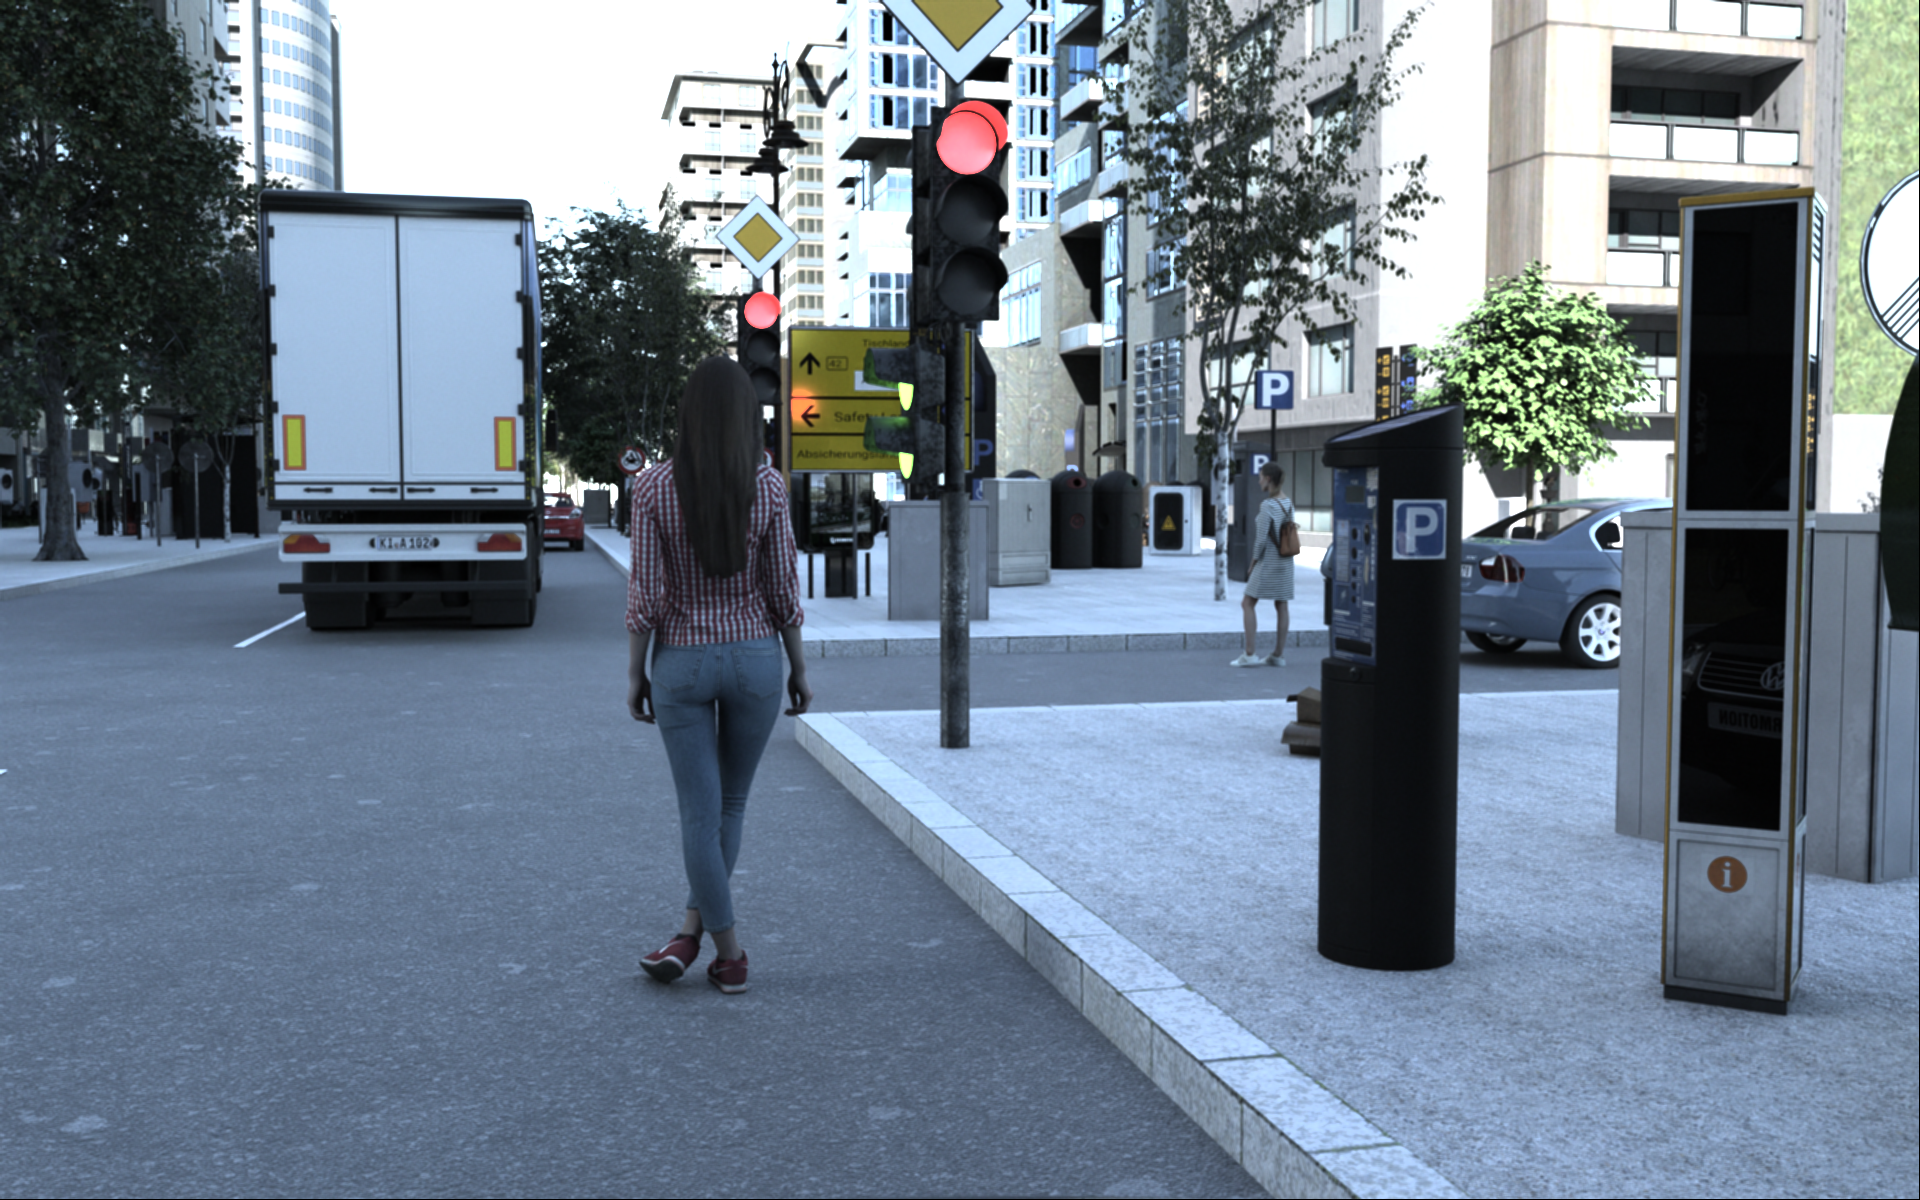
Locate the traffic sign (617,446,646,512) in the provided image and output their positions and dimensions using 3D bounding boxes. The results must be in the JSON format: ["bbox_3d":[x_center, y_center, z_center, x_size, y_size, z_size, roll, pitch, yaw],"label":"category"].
[{"bbox_3d":[-8.618,-2.776,45.497,0.768,2.556,0.104,-1,4,-9],"label":"traffic sign"}]

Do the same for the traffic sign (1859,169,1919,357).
[{"bbox_3d":[3.817,-0.408,6.773,0.768,2.556,0.104,0,4,-8],"label":"traffic sign"}]

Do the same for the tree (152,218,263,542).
[{"bbox_3d":[-19.482,-5.845,45.932,4.360,8.622,3.978,0,3,0],"label":"tree"}]

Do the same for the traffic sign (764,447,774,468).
[{"bbox_3d":[-5.313,-2.836,46.474,0.768,2.556,0.104,0,4,-4],"label":"traffic sign"}]

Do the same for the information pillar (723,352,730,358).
[{"bbox_3d":[-3.765,-2.275,28.543,0.183,3.616,0.504,-2,4,-31],"label":"information pillar"}]

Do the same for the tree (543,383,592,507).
[{"bbox_3d":[-31.557,-13.224,141.969,9.928,11.665,9.643,0,3,0],"label":"tree"}]

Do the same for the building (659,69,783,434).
[{"bbox_3d":[-21.769,-38.333,215.977,28.713,52.752,27.495,-1,4,-14],"label":"building"}]

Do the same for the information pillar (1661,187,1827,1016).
[{"bbox_3d":[1.983,0.006,4.389,0.304,2.012,0.304,2,4,31],"label":"information pillar"}]

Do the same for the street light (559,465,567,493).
[{"bbox_3d":[-39.574,-12.270,173.396,0.468,5.910,1.993,-1,4,-14],"label":"street light"}]

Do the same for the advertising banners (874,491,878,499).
[{"bbox_3d":[-4.233,-4.345,67.230,2.074,3.025,0.090,0,4,-5],"label":"advertising banners"}]

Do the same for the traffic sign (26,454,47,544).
[{"bbox_3d":[-23.666,-2.593,44.520,0.606,2.300,0.079,0,4,-6],"label":"traffic sign"}]

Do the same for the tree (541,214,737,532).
[{"bbox_3d":[-11.526,-7.594,58.578,8.767,10.594,7.601,-1,4,-14],"label":"tree"}]

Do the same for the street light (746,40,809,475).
[{"bbox_3d":[-1.928,-2.782,18.274,0.468,5.910,1.993,-1,4,-14],"label":"street light"}]

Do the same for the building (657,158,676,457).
[{"bbox_3d":[-30.140,-37.651,239.291,21.300,48.544,21.600,-1,4,-14],"label":"building"}]

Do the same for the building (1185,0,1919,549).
[{"bbox_3d":[14.302,-21.813,40.231,14.086,41.232,14.154,-1,4,-14],"label":"building"}]

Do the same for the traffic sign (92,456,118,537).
[{"bbox_3d":[-25.816,-3.125,52.280,0.795,2.450,0.064,-1,4,-13],"label":"traffic sign"}]

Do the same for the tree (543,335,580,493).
[{"bbox_3d":[-43.849,-20.833,196.513,12.611,20.169,13.585,0,3,0],"label":"tree"}]

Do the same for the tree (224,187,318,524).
[{"bbox_3d":[-26.602,-9.795,70.512,12.009,13.543,11.850,0,3,0],"label":"tree"}]

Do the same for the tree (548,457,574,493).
[{"bbox_3d":[-49.847,-16.299,216.850,4.737,8.622,4.395,0,3,0],"label":"tree"}]

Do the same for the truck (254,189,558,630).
[{"bbox_3d":[-6.487,-2.002,21.644,2.839,4.237,11.283,-1,4,-13],"label":"truck"}]

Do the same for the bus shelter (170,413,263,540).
[{"bbox_3d":[-22.062,-3.703,51.823,1.731,3.624,6.357,-1,4,-14],"label":"bus shelter"}]

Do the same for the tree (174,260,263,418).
[{"bbox_3d":[-23.715,-7.709,60.453,7.601,10.594,8.767,0,4,-7],"label":"tree"}]

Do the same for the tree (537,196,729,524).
[{"bbox_3d":[-14.433,-10.258,74.380,9.857,13.997,8.962,0,3,0],"label":"tree"}]

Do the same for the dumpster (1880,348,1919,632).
[{"bbox_3d":[2.957,-0.034,3.050,1.502,2.255,1.985,-1,4,-14],"label":"dumpster"}]

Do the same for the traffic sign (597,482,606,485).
[{"bbox_3d":[-17.691,-5.254,85.900,0.884,2.594,0.081,-1,4,-10],"label":"traffic sign"}]

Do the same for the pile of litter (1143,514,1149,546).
[{"bbox_3d":[4.477,-1.784,43.139,1.176,0.858,1.719,0,4,0],"label":"pile of litter"}]

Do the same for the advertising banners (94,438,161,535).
[{"bbox_3d":[-25.754,-3.514,53.640,2.074,3.025,0.090,0,4,-3],"label":"advertising banners"}]

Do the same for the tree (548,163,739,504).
[{"bbox_3d":[-6.995,-5.433,39.189,4.360,8.622,3.978,0,3,0],"label":"tree"}]

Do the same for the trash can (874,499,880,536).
[{"bbox_3d":[-2.814,-2.563,53.561,0.748,1.137,0.748,0,3,0],"label":"trash can"}]

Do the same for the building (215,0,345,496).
[{"bbox_3d":[-79.682,-39.606,189.564,21.231,58.520,28.212,-1,4,-14],"label":"building"}]

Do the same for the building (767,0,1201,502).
[{"bbox_3d":[-0.031,-49.124,115.852,22.319,86.520,31.000,-1,4,-14],"label":"building"}]

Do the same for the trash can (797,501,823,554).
[{"bbox_3d":[-3.171,-1.584,37.557,0.748,1.137,0.748,0,3,0],"label":"trash can"}]

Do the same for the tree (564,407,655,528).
[{"bbox_3d":[-13.266,-5.010,65.634,4.285,4.588,4.351,0,3,0],"label":"tree"}]

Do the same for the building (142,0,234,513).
[{"bbox_3d":[-67.692,-32.614,122.478,28.713,52.752,27.495,-1,4,-14],"label":"building"}]

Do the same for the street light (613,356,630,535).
[{"bbox_3d":[-10.481,-4.948,53.688,0.468,5.910,1.993,-1,4,-14],"label":"street light"}]

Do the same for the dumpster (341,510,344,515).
[{"bbox_3d":[-29.886,-4.910,82.765,1.502,2.255,1.985,-1,4,-14],"label":"dumpster"}]

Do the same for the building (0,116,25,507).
[{"bbox_3d":[-49.603,-26.877,63.143,21.300,48.544,21.600,-1,4,-14],"label":"building"}]

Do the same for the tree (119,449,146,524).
[{"bbox_3d":[-35.329,-4.889,74.533,1.663,3.219,1.824,0,3,0],"label":"tree"}]

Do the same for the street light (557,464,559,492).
[{"bbox_3d":[-48.308,-14.457,209.151,0.468,5.910,1.993,-1,4,-14],"label":"street light"}]

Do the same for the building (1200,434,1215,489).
[{"bbox_3d":[12.929,-46.363,70.713,22.319,86.520,31.000,-1,4,-14],"label":"building"}]

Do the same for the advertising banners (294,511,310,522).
[{"bbox_3d":[-29.374,-4.938,76.919,0.090,3.025,2.074,-3,5,-42],"label":"advertising banners"}]

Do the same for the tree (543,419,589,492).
[{"bbox_3d":[-52.628,-19.041,228.319,9.611,12.733,9.660,0,3,0],"label":"tree"}]

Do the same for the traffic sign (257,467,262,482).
[{"bbox_3d":[-31.895,-4.775,78.176,0.768,2.556,0.104,0,4,-4],"label":"traffic sign"}]

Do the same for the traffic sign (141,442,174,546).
[{"bbox_3d":[-19.673,-2.591,42.473,0.768,2.556,0.104,0,4,-4],"label":"traffic sign"}]

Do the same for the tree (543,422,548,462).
[{"bbox_3d":[-27.801,-10.611,123.857,4.360,8.622,3.978,0,3,0],"label":"tree"}]

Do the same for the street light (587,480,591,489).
[{"bbox_3d":[-19.729,-7.270,91.655,0.468,5.910,1.993,-1,4,-14],"label":"street light"}]

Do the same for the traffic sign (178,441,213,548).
[{"bbox_3d":[-18.006,-2.491,40.834,0.768,2.556,0.104,-1,4,-11],"label":"traffic sign"}]

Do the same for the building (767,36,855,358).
[{"bbox_3d":[-2.235,-27.712,144.973,32.217,40.220,23.993,-1,4,-14],"label":"building"}]

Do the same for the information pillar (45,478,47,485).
[{"bbox_3d":[-27.331,-2.916,52.171,0.304,2.012,0.304,-3,4,-39],"label":"information pillar"}]

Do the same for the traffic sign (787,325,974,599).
[{"bbox_3d":[-0.960,-1.667,21.121,2.265,3.308,0.079,0,4,-7],"label":"traffic sign"}]

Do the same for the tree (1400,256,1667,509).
[{"bbox_3d":[7.911,-2.452,23.810,4.285,4.588,4.351,0,3,0],"label":"tree"}]

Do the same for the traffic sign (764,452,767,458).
[{"bbox_3d":[-3.311,-1.576,25.771,0.884,2.594,0.081,-1,4,-11],"label":"traffic sign"}]

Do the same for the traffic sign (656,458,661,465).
[{"bbox_3d":[-10.963,-3.854,63.013,0.884,2.594,0.081,-1,4,-12],"label":"traffic sign"}]

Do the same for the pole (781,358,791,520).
[{"bbox_3d":[-2.654,-1.972,26.079,0.158,3.312,0.155,0,3,0],"label":"pole"}]

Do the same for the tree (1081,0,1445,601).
[{"bbox_3d":[3.375,-4.303,20.723,4.360,8.622,3.978,0,3,0],"label":"tree"}]

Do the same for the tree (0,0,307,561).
[{"bbox_3d":[-17.503,-7.109,33.240,9.611,12.733,9.660,0,3,0],"label":"tree"}]

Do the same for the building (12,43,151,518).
[{"bbox_3d":[-58.535,-29.079,95.049,23.786,49.044,30.456,-1,4,-14],"label":"building"}]

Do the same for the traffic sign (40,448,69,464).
[{"bbox_3d":[-24.208,-2.824,46.281,0.768,2.556,0.104,0,4,-6],"label":"traffic sign"}]

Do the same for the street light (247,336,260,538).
[{"bbox_3d":[-20.603,-4.757,50.571,0.468,5.910,1.993,-1,4,-14],"label":"street light"}]
